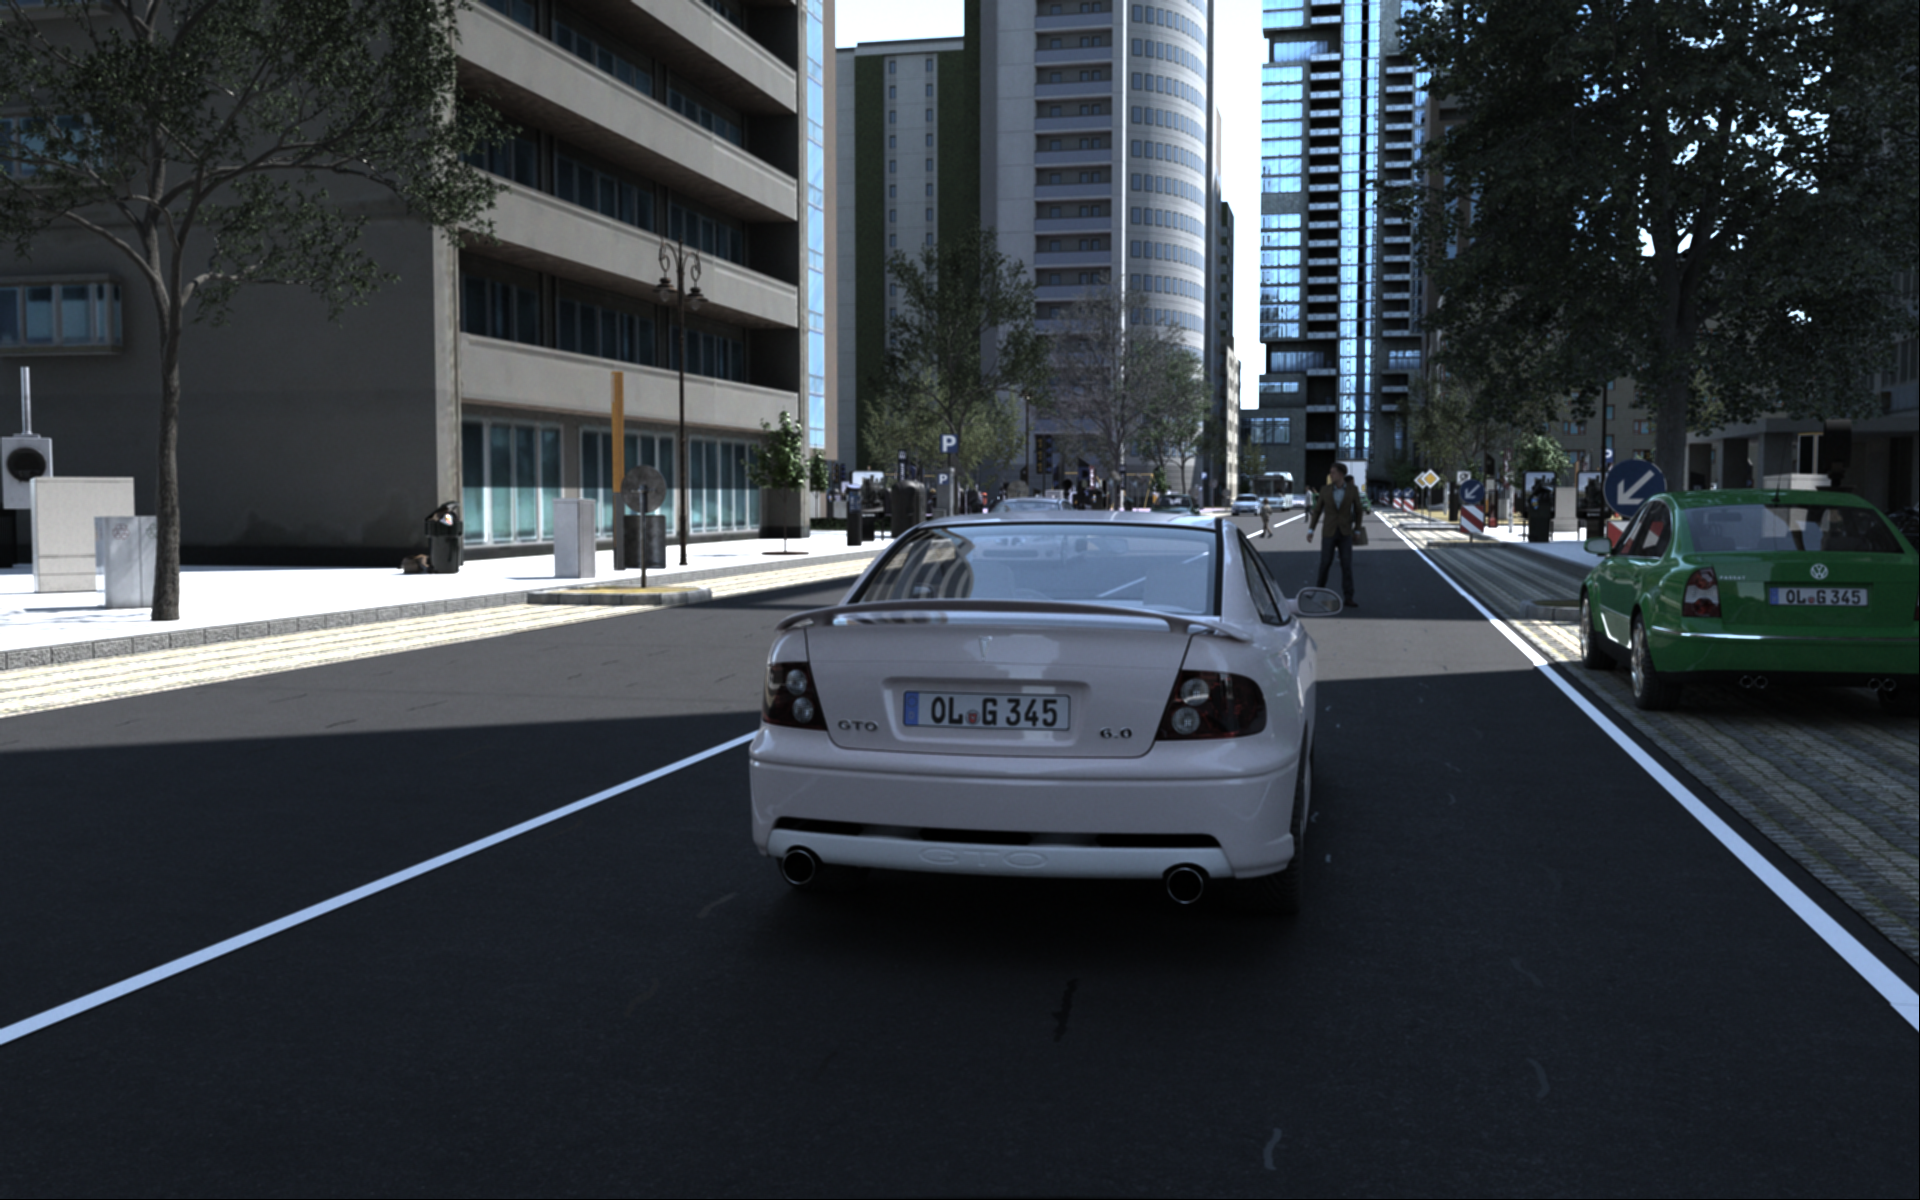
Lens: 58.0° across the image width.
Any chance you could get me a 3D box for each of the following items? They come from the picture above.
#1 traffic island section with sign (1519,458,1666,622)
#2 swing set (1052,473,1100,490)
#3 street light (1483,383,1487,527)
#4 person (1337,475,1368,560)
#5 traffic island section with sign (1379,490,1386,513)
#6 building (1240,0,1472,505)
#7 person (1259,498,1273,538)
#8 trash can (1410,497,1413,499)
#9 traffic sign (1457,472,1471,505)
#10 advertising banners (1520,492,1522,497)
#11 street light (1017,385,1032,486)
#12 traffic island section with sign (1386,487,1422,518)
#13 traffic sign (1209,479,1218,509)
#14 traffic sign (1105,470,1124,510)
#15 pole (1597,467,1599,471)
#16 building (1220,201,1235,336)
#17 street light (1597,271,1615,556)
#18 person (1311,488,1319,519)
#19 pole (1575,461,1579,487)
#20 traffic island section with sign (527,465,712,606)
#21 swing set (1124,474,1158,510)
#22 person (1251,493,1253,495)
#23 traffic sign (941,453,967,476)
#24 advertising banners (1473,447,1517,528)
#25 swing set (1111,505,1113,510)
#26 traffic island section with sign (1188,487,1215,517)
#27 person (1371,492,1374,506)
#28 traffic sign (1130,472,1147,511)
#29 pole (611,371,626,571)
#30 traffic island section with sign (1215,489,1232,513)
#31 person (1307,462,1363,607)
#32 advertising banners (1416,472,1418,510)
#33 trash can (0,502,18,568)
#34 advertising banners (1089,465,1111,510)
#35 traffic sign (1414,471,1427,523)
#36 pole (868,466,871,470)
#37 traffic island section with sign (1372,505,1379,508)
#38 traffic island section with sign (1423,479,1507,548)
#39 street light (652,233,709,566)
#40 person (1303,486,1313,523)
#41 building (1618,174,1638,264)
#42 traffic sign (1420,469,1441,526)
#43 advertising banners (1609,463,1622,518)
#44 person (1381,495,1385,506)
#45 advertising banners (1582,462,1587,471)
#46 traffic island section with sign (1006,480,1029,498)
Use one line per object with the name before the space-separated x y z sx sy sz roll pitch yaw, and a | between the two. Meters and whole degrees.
traffic island section with sign | 7.554 -0.696 20.011 1.989 1.847 2.006 1 4 13
swing set | 8.438 -7.915 127.025 3.119 2.851 2.862 1 4 21
street light | 20.577 -5.811 67.804 0.468 5.910 1.993 1 4 13
person | 8.070 -1.682 35.982 0.794 1.824 0.713 -2 4 -25
traffic island section with sign | 32.262 -7.318 128.277 1.989 1.847 2.006 1 4 13
building | 54.261 -56.901 242.996 31.000 86.520 22.319 1 4 13
person | 10.012 -2.690 56.762 0.475 1.303 0.640 -3 5 -44
trash can | 38.490 -8.275 146.947 0.748 1.137 0.748 0 3 0
traffic sign | 22.543 -4.612 77.532 0.606 2.300 0.079 1 4 16
advertising banners | 37.260 -7.345 116.276 2.074 3.025 0.090 -2 4 -27
street light | 2.465 -5.547 63.477 0.468 5.910 1.993 1 4 13
traffic island section with sign | 26.274 -5.710 101.993 1.989 1.847 2.006 1 4 13
traffic sign | 21.574 -9.017 147.537 0.768 2.556 0.104 1 4 13
traffic sign | 6.357 -4.148 71.469 0.795 2.450 0.064 1 4 13
pole | 48.538 -8.438 131.804 0.158 3.312 0.155 0 3 0
building | 31.274 -34.335 244.968 14.086 41.232 14.154 1 4 13
street light | 13.268 -3.844 35.644 0.468 5.910 1.993 1 4 13
person | 20.307 -5.565 99.739 0.600 1.795 0.529 3 5 41
pole | 38.403 -6.974 107.870 0.158 3.312 0.155 0 3 0
traffic island section with sign | -4.404 -0.881 23.032 1.989 1.847 2.006 1 4 13
swing set | 13.683 -8.444 135.682 3.119 2.851 2.862 2 4 33
person | 26.956 -9.155 158.631 0.568 1.767 0.683 0 4 -6
traffic sign | -0.237 -3.135 51.266 0.884 2.594 0.081 1 4 13
advertising banners | 20.177 -4.244 65.576 0.090 3.025 2.074 -2 4 -27
swing set | 10.285 -8.420 135.288 2.862 2.851 3.119 1 4 16
traffic island section with sign | 13.994 -5.810 103.618 1.989 1.847 2.006 1 4 13
person | 51.323 -12.629 215.698 0.721 1.735 1.217 3 4 38
traffic sign | 8.135 -4.625 79.254 0.795 2.450 0.064 1 4 13
pole | -5.703 -2.145 28.907 0.158 3.312 0.155 0 3 0
traffic island section with sign | 20.034 -7.422 129.978 1.989 1.847 2.006 1 4 13
person | 4.816 -0.849 22.298 0.656 1.842 0.836 -1 4 -20
advertising banners | 35.828 -8.545 135.901 0.090 3.025 2.074 1 4 19
trash can | -16.726 -1.127 30.079 0.748 1.137 0.748 0 3 0
advertising banners | 8.564 -6.717 106.011 2.074 3.025 0.090 -3 5 -45
traffic sign | 20.410 -4.452 76.440 0.795 2.450 0.064 1 4 13
pole | -6.609 -8.092 126.146 0.158 3.312 0.155 0 3 0
traffic island section with sign | 43.379 -10.290 176.868 1.989 1.847 2.006 1 4 13
traffic island section with sign | 13.643 -2.329 46.701 1.989 1.847 2.006 1 4 13
street light | -4.972 -3.557 30.952 0.468 5.910 1.993 1 4 13
person | 17.618 -4.819 87.139 0.795 1.843 0.661 0 4 5
building | 79.983 -37.571 237.980 21.600 48.544 21.300 1 4 13
traffic sign | 18.632 -3.976 68.655 0.795 2.450 0.064 1 4 13
advertising banners | 35.349 -5.929 93.128 2.074 3.025 0.090 -3 5 -40
person | 48.060 -11.454 196.331 0.434 1.755 0.990 -1 4 -18
advertising banners | 33.531 -6.015 94.537 0.090 3.025 2.074 -2 4 -26
traffic island section with sign | 1.601 -2.488 49.312 1.989 1.847 2.006 1 4 13
